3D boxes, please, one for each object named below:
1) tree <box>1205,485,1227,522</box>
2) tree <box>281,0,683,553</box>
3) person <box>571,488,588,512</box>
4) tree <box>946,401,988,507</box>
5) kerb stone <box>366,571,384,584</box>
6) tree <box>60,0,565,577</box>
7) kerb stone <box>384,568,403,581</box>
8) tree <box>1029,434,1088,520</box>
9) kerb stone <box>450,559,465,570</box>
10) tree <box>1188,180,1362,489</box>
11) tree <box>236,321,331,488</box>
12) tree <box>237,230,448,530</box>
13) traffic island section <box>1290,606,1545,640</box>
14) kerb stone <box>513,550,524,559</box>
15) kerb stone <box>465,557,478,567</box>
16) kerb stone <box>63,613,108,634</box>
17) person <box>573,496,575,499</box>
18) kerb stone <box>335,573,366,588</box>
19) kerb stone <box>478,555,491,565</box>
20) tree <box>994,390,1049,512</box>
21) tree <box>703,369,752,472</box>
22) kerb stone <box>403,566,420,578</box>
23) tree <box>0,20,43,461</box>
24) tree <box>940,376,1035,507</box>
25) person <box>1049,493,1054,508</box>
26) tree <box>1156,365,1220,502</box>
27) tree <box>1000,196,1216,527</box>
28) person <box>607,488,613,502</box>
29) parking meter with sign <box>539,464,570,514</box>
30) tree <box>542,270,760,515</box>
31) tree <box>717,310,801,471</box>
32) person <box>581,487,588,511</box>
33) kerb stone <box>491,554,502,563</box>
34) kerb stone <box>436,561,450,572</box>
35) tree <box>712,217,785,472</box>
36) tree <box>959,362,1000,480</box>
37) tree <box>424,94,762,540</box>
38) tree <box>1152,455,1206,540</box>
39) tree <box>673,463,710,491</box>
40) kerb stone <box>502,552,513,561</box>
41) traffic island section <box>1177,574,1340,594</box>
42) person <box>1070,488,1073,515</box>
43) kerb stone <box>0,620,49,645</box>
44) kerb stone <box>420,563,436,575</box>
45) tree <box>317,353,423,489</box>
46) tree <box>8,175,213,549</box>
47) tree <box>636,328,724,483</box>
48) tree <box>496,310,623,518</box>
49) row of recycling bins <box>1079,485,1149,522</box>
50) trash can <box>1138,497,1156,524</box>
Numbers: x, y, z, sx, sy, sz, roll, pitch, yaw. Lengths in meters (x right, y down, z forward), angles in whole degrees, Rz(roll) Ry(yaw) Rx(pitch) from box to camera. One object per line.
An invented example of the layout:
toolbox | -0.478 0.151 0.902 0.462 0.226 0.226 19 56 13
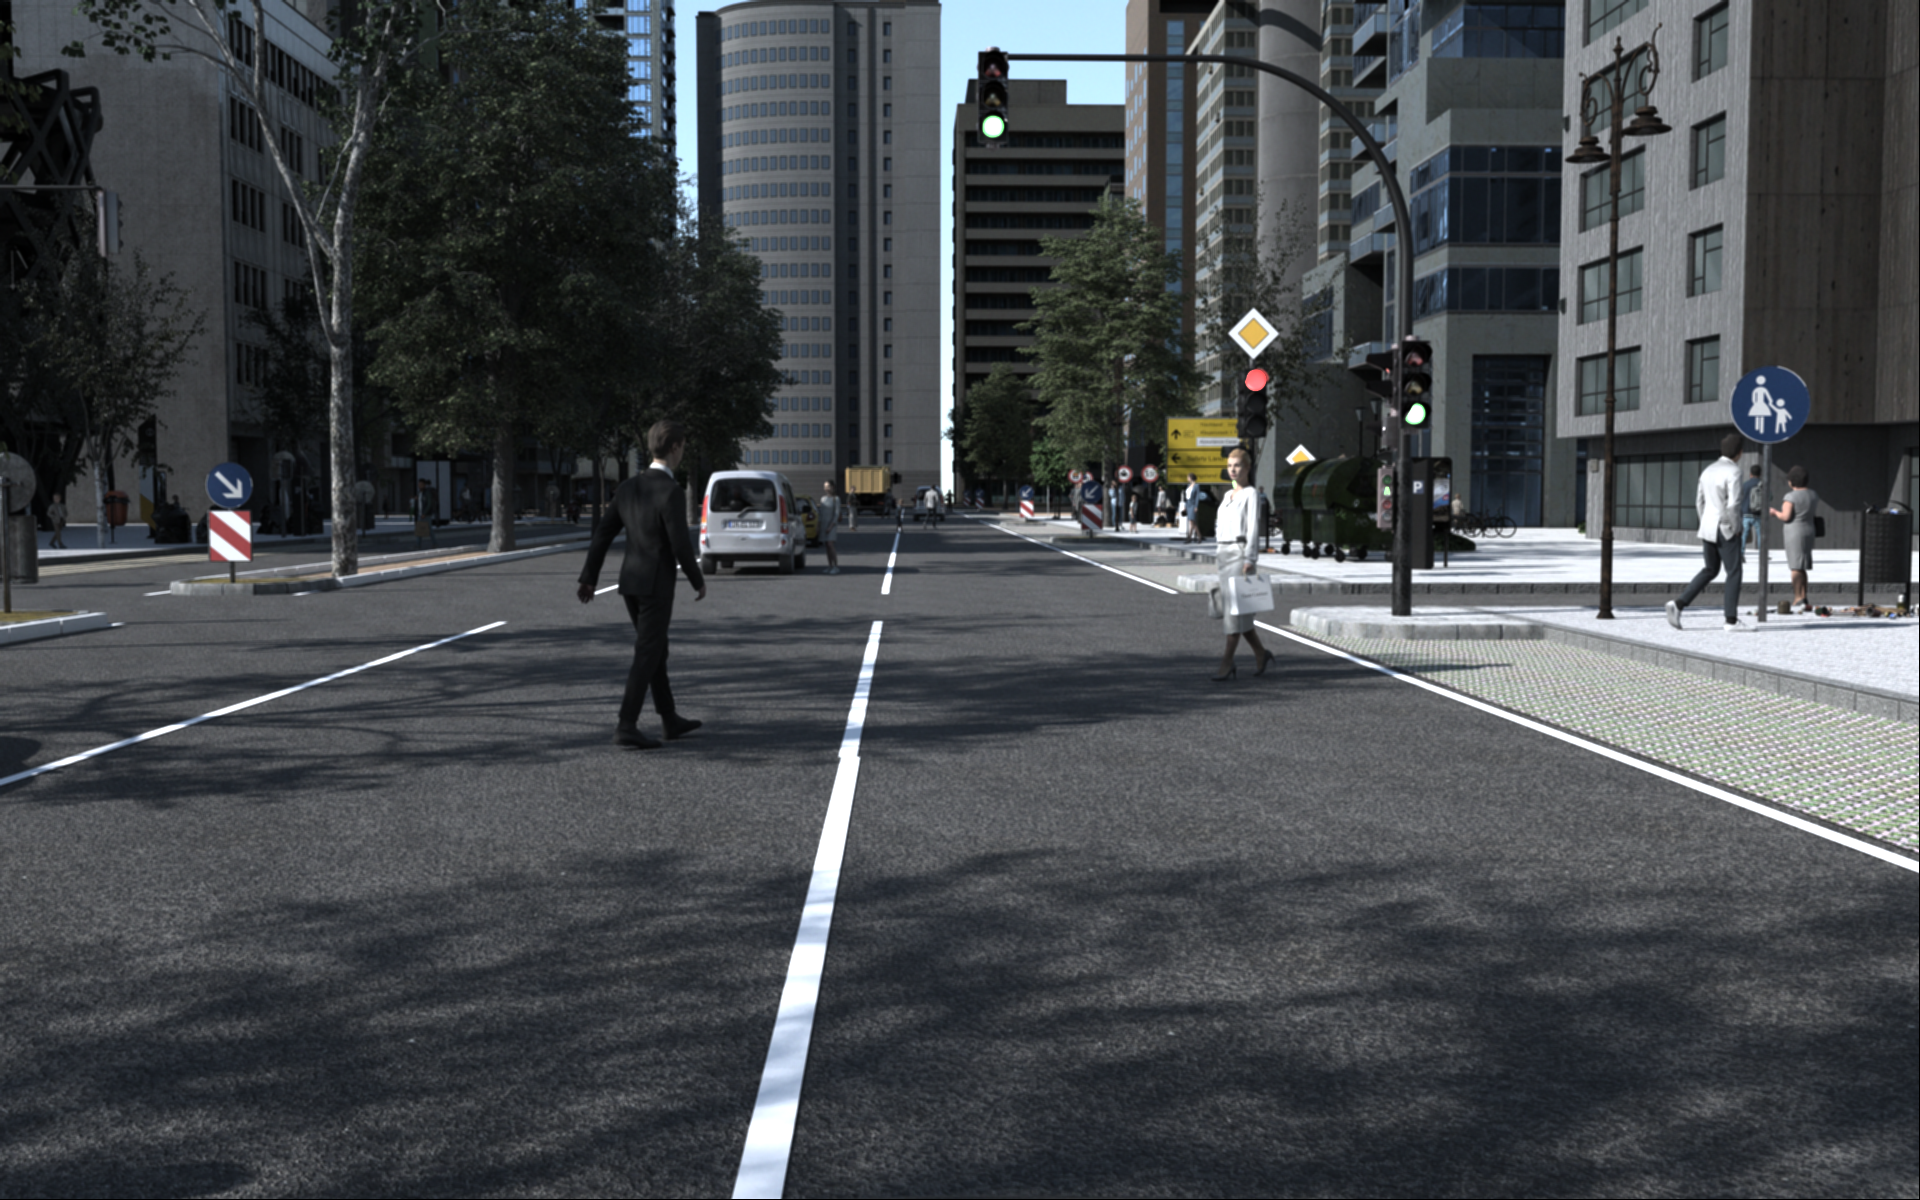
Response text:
tree | 11.414 -5.830 79.033 4.285 4.588 4.351 0 3 0
tree | -11.127 -8.110 41.712 9.857 13.997 8.962 0 3 0
person | -27.714 -7.298 126.090 1.217 1.736 0.721 -1 4 -10
tree | 2.725 -15.447 178.316 9.928 11.665 9.643 0 3 0
kerb stone | -9.544 -0.352 27.945 0.120 0.150 1.000 0 4 -2
tree | -11.886 -10.510 30.182 12.611 20.169 13.585 0 3 0
kerb stone | -9.565 -0.414 28.967 0.120 0.150 1.000 0 4 -2
tree | 4.977 -6.357 87.651 4.285 4.588 4.351 0 3 0
kerb stone | -9.688 -0.665 33.073 0.120 0.150 1.000 0 4 -2
tree | 7.281 -5.590 41.757 4.360 8.622 3.978 0 3 0
tree | -27.830 -7.450 72.166 4.360 8.622 3.978 0 3 0
tree | -21.532 -7.767 61.401 7.601 10.594 8.767 0 4 -6
traffic island section | 4.674 0.243 18.310 2.009 0.180 2.903 0 4 -2
kerb stone | -9.849 -0.978 38.192 0.120 0.150 1.000 0 4 -2
kerb stone | -9.726 -0.725 34.099 0.120 0.150 1.000 0 4 -2
kerb stone | -9.236 0.247 18.172 0.120 0.150 1.000 0 4 -2
person | -31.328 -8.289 142.284 0.721 1.735 1.217 2 4 27
kerb stone | -9.497 -0.289 26.922 0.120 0.150 1.000 0 4 -2
kerb stone | -9.752 -0.791 35.120 0.120 0.150 1.000 0 4 -2
tree | 4.141 -10.529 122.519 4.737 8.622 4.395 0 3 0
tree | -12.154 -8.207 87.000 4.737 8.622 4.395 0 3 0
kerb stone | -9.595 -0.476 29.998 0.120 0.150 1.000 0 4 -2
tree | -9.970 -3.803 15.004 4.737 8.622 4.395 0 3 0
tree | 2.867 -15.289 166.988 9.611 12.733 9.660 0 3 0
person | 8.449 -9.200 159.700 0.421 1.427 0.697 -2 4 -23
tree | 12.768 -9.081 98.837 4.737 8.622 4.395 0 3 0
tree | 5.837 -9.048 66.054 7.486 12.596 7.792 0 3 0
person | -31.807 -9.313 158.324 0.705 1.822 1.348 2 4 31
parking meter with sign | -23.509 -6.370 100.404 1.738 3.016 0.543 0 4 -6
tree | -11.636 -7.839 65.032 8.767 10.594 7.601 0 4 -2
tree | -22.193 -19.606 176.451 12.611 20.169 13.585 0 3 0
person | -27.679 -7.460 127.880 0.599 1.838 0.709 1 4 18
kerb stone | -9.783 -0.853 36.145 0.120 0.150 1.000 0 4 -2
kerb stone | -9.670 -0.603 32.051 0.120 0.150 1.000 0 4 -2
tree | -12.379 -10.418 79.444 9.857 13.997 8.962 0 3 0
tree | 3.776 -14.084 148.395 7.486 12.596 7.792 0 3 0
tree | -11.230 -8.582 53.143 12.009 13.543 11.850 0 3 0
tree | 6.447 -3.288 48.363 1.663 3.219 1.824 0 3 0
tree | -23.291 -10.078 148.496 4.285 4.588 4.351 0 3 0
kerb stone | -9.817 -0.916 37.167 0.120 0.150 1.000 0 4 -2
traffic island section | 4.429 -0.245 26.291 2.009 0.180 2.903 0 4 -2
person | 6.911 -6.076 106.847 0.415 1.643 0.593 0 4 -8
kerb stone | -9.210 0.309 17.150 0.120 0.150 1.000 0 4 -2
kerb stone | -9.630 -0.540 31.021 0.120 0.150 1.000 0 4 -2
tree | -28.950 -8.144 83.511 4.737 8.622 4.395 0 3 0
tree | -20.038 -5.508 40.416 4.360 8.622 3.978 0 3 0
tree | -11.950 -7.315 72.421 4.360 8.622 3.978 0 3 0
tree | -21.672 -10.212 92.729 9.928 11.665 9.643 0 3 0
row of recycling bins | 7.005 -4.362 78.428 3.534 1.692 1.069 -2 4 -24
trash can | 7.911 -3.776 73.396 0.748 1.137 0.748 0 3 0
